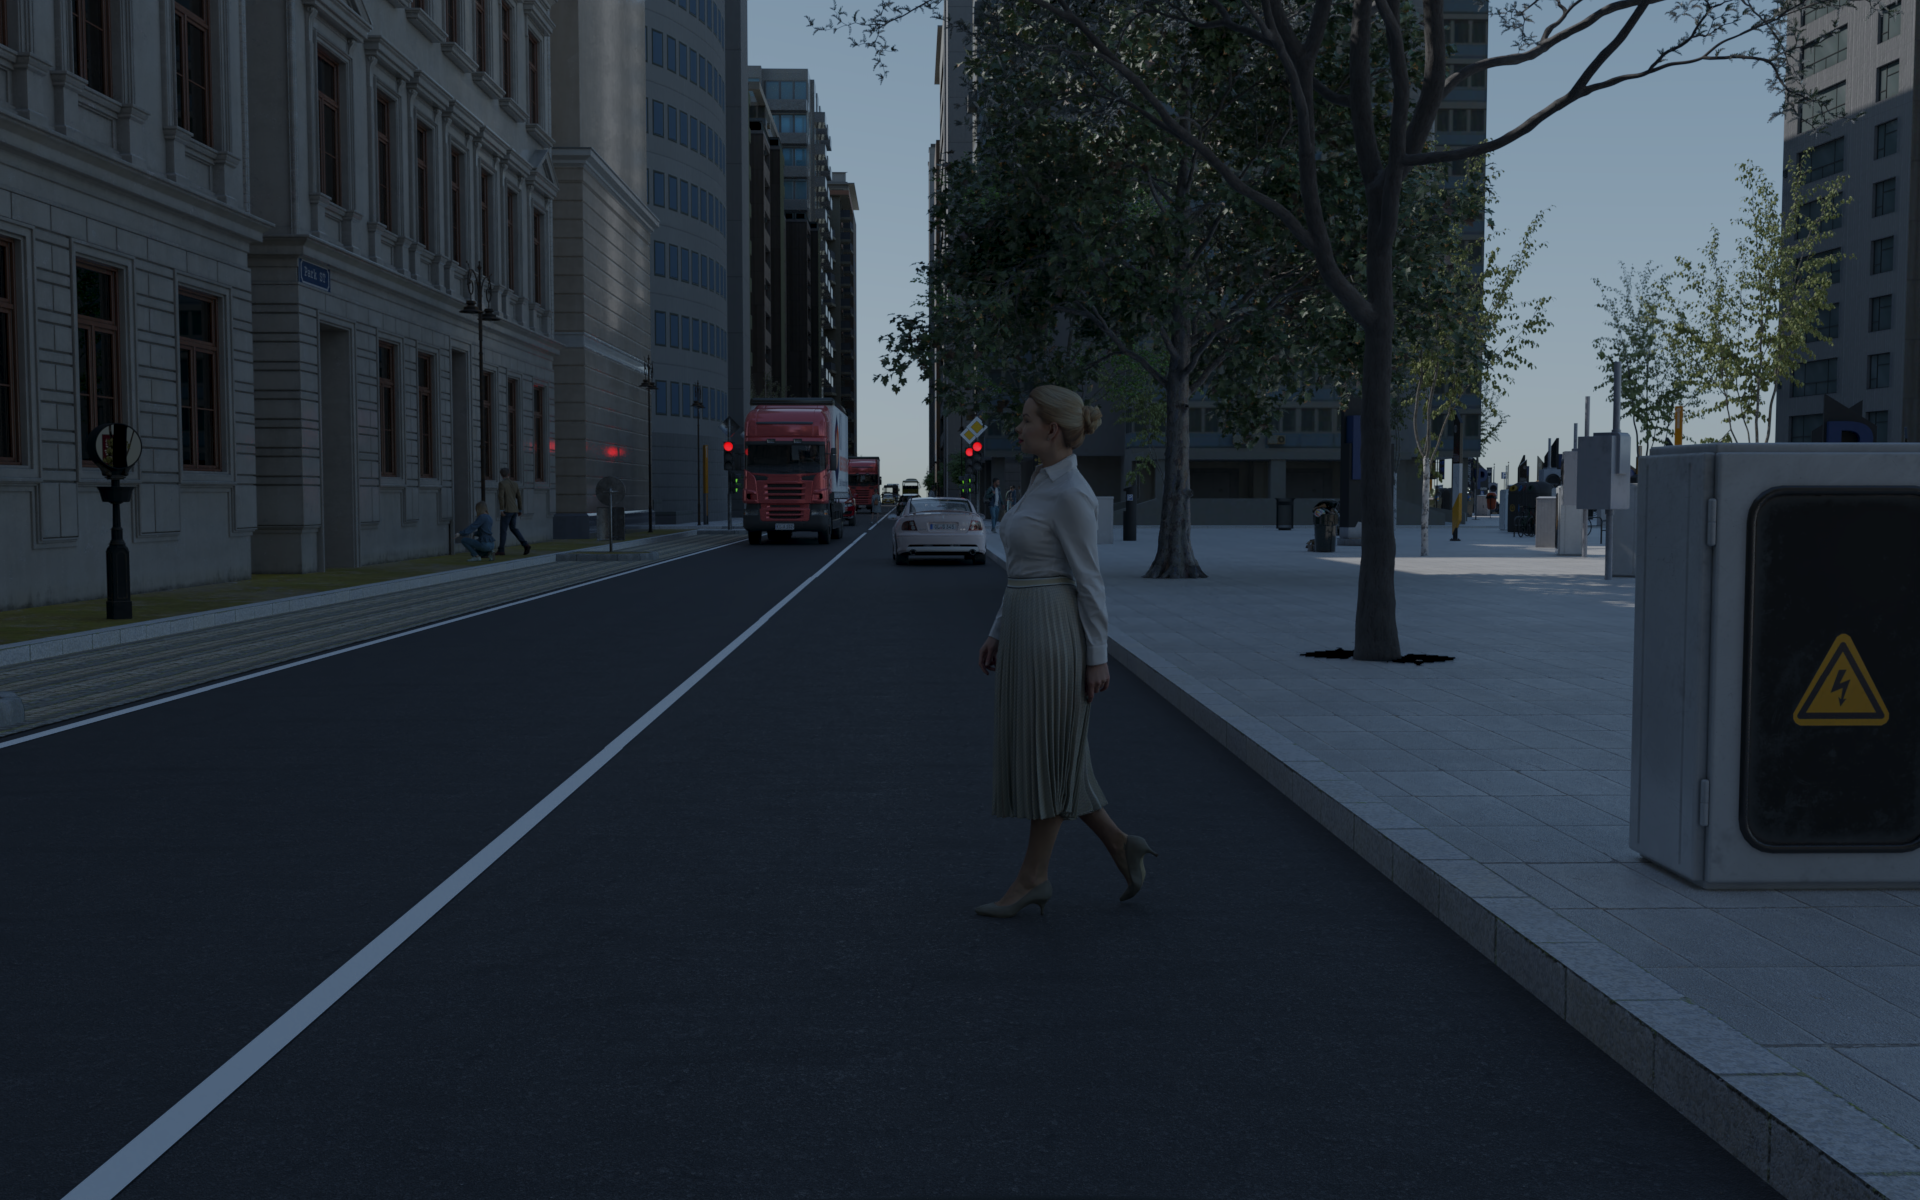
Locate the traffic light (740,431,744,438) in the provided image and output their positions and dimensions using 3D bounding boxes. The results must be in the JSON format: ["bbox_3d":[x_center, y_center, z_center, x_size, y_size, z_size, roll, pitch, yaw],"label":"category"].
[{"bbox_3d":[-8.491,-4.971,70.199,0.839,4.253,0.868,0,4,-2],"label":"traffic light"}]

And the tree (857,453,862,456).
[{"bbox_3d":[-17.802,-21.615,303.770,4.360,8.622,3.978,0,3,0],"label":"tree"}]

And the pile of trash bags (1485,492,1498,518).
[{"bbox_3d":[29.627,-5.021,91.846,3.447,1.369,1.912,2,4,27],"label":"pile of trash bags"}]

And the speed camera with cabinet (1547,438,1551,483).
[{"bbox_3d":[16.882,-3.260,47.638,0.660,3.252,2.038,3,4,36],"label":"speed camera with cabinet"}]

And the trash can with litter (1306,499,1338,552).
[{"bbox_3d":[7.947,-1.649,38.352,0.624,1.170,1.055,-1,4,-13],"label":"trash can with litter"}]

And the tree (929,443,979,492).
[{"bbox_3d":[0.749,-7.603,108.030,4.285,4.588,4.351,0,3,0],"label":"tree"}]

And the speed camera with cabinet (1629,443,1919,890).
[{"bbox_3d":[3.381,-0.699,5.765,2.038,3.252,0.660,0,4,-1],"label":"speed camera with cabinet"}]

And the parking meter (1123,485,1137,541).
[{"bbox_3d":[4.654,-2.388,47.449,0.372,1.533,0.369,0,3,0],"label":"parking meter"}]

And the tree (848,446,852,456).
[{"bbox_3d":[-15.846,-16.597,221.729,4.737,8.622,4.395,0,3,0],"label":"tree"}]

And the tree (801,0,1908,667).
[{"bbox_3d":[3.104,-6.275,12.962,12.009,13.543,11.850,0,3,0],"label":"tree"}]

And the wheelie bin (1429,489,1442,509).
[{"bbox_3d":[27.539,-5.666,100.541,0.693,1.594,0.980,-2,4,-27],"label":"wheelie bin"}]

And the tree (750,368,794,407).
[{"bbox_3d":[-11.679,-9.166,100.219,4.360,8.622,3.978,0,3,0],"label":"tree"}]

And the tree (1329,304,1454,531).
[{"bbox_3d":[14.927,-6.724,60.295,4.360,8.622,3.978,0,3,0],"label":"tree"}]

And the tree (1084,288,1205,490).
[{"bbox_3d":[6.470,-6.478,56.285,4.737,8.622,4.395,0,3,0],"label":"tree"}]

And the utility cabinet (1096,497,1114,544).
[{"bbox_3d":[3.440,-2.019,44.173,1.020,1.237,0.306,-3,4,-37],"label":"utility cabinet"}]

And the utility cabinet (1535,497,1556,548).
[{"bbox_3d":[14.291,-1.845,41.321,1.020,1.237,0.306,2,4,33],"label":"utility cabinet"}]

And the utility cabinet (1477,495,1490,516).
[{"bbox_3d":[30.537,-5.501,101.105,0.306,1.237,1.020,-1,4,-22],"label":"utility cabinet"}]

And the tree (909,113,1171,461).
[{"bbox_3d":[2.357,-7.410,46.907,9.928,11.665,9.643,0,3,0],"label":"tree"}]

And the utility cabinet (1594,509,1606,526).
[{"bbox_3d":[26.460,-3.630,70.509,1.020,1.237,0.306,-1,4,-13],"label":"utility cabinet"}]

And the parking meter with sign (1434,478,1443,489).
[{"bbox_3d":[38.193,-8.680,138.171,0.543,3.016,1.738,-1,4,-10],"label":"parking meter with sign"}]

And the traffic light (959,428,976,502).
[{"bbox_3d":[0.366,-4.987,70.464,0.839,4.253,0.868,0,4,-2],"label":"traffic light"}]

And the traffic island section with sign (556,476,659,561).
[{"bbox_3d":[-7.619,-1.776,37.660,1.989,1.847,2.006,0,4,-2],"label":"traffic island section with sign"}]

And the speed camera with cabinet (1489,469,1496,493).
[{"bbox_3d":[41.709,-8.770,137.731,2.038,3.252,0.660,1,4,19],"label":"speed camera with cabinet"}]

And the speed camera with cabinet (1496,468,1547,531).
[{"bbox_3d":[20.122,-4.079,61.025,2.038,3.252,0.660,0,3,0],"label":"speed camera with cabinet"}]

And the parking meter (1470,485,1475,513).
[{"bbox_3d":[34.678,-6.822,117.249,0.255,1.863,0.399,-2,4,-30],"label":"parking meter"}]

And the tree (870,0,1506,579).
[{"bbox_3d":[3.428,-6.682,26.265,9.611,12.733,9.660,0,3,0],"label":"tree"}]

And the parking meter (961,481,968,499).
[{"bbox_3d":[0.197,-4.163,73.775,0.255,1.863,0.399,1,4,12],"label":"parking meter"}]

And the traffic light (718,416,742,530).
[{"bbox_3d":[-8.265,-4.483,62.217,0.839,4.253,0.868,0,4,-2],"label":"traffic light"}]

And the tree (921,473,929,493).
[{"bbox_3d":[-0.534,-10.097,148.797,4.285,4.588,4.351,0,3,0],"label":"tree"}]

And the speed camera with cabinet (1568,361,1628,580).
[{"bbox_3d":[10.163,-1.971,26.558,0.660,3.252,2.038,3,5,44],"label":"speed camera with cabinet"}]

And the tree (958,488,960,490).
[{"bbox_3d":[-0.386,-9.954,157.343,1.663,3.219,1.824,0,3,0],"label":"tree"}]

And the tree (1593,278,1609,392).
[{"bbox_3d":[21.566,-6.350,54.185,4.737,8.622,4.395,0,3,0],"label":"tree"}]

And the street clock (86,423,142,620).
[{"bbox_3d":[-8.640,-0.806,17.742,0.358,2.002,0.471,3,5,42],"label":"street clock"}]

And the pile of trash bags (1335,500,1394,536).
[{"bbox_3d":[12.628,-2.724,54.294,1.912,1.369,3.447,3,5,40],"label":"pile of trash bags"}]

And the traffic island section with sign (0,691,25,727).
[{"bbox_3d":[-6.842,-0.104,10.323,1.989,1.847,2.006,0,4,-2],"label":"traffic island section with sign"}]

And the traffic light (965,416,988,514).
[{"bbox_3d":[0.592,-4.499,62.482,0.839,4.253,0.868,0,4,-2],"label":"traffic light"}]

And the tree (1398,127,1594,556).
[{"bbox_3d":[9.848,-5.213,35.591,4.737,8.622,4.395,0,3,0],"label":"tree"}]

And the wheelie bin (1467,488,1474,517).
[{"bbox_3d":[28.323,-5.446,96.955,0.693,1.594,0.980,-2,4,-28],"label":"wheelie bin"}]

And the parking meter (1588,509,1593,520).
[{"bbox_3d":[31.734,-4.826,87.312,0.372,1.533,0.369,0,3,0],"label":"parking meter"}]

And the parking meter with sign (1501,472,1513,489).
[{"bbox_3d":[43.210,-8.543,135.937,0.543,3.016,1.738,-1,4,-18],"label":"parking meter with sign"}]

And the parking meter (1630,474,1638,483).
[{"bbox_3d":[19.859,-2.769,50.989,0.399,1.863,0.255,-3,4,-36],"label":"parking meter"}]

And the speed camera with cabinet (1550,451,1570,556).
[{"bbox_3d":[12.679,-2.535,35.776,0.660,3.252,2.038,1,4,15],"label":"speed camera with cabinet"}]
